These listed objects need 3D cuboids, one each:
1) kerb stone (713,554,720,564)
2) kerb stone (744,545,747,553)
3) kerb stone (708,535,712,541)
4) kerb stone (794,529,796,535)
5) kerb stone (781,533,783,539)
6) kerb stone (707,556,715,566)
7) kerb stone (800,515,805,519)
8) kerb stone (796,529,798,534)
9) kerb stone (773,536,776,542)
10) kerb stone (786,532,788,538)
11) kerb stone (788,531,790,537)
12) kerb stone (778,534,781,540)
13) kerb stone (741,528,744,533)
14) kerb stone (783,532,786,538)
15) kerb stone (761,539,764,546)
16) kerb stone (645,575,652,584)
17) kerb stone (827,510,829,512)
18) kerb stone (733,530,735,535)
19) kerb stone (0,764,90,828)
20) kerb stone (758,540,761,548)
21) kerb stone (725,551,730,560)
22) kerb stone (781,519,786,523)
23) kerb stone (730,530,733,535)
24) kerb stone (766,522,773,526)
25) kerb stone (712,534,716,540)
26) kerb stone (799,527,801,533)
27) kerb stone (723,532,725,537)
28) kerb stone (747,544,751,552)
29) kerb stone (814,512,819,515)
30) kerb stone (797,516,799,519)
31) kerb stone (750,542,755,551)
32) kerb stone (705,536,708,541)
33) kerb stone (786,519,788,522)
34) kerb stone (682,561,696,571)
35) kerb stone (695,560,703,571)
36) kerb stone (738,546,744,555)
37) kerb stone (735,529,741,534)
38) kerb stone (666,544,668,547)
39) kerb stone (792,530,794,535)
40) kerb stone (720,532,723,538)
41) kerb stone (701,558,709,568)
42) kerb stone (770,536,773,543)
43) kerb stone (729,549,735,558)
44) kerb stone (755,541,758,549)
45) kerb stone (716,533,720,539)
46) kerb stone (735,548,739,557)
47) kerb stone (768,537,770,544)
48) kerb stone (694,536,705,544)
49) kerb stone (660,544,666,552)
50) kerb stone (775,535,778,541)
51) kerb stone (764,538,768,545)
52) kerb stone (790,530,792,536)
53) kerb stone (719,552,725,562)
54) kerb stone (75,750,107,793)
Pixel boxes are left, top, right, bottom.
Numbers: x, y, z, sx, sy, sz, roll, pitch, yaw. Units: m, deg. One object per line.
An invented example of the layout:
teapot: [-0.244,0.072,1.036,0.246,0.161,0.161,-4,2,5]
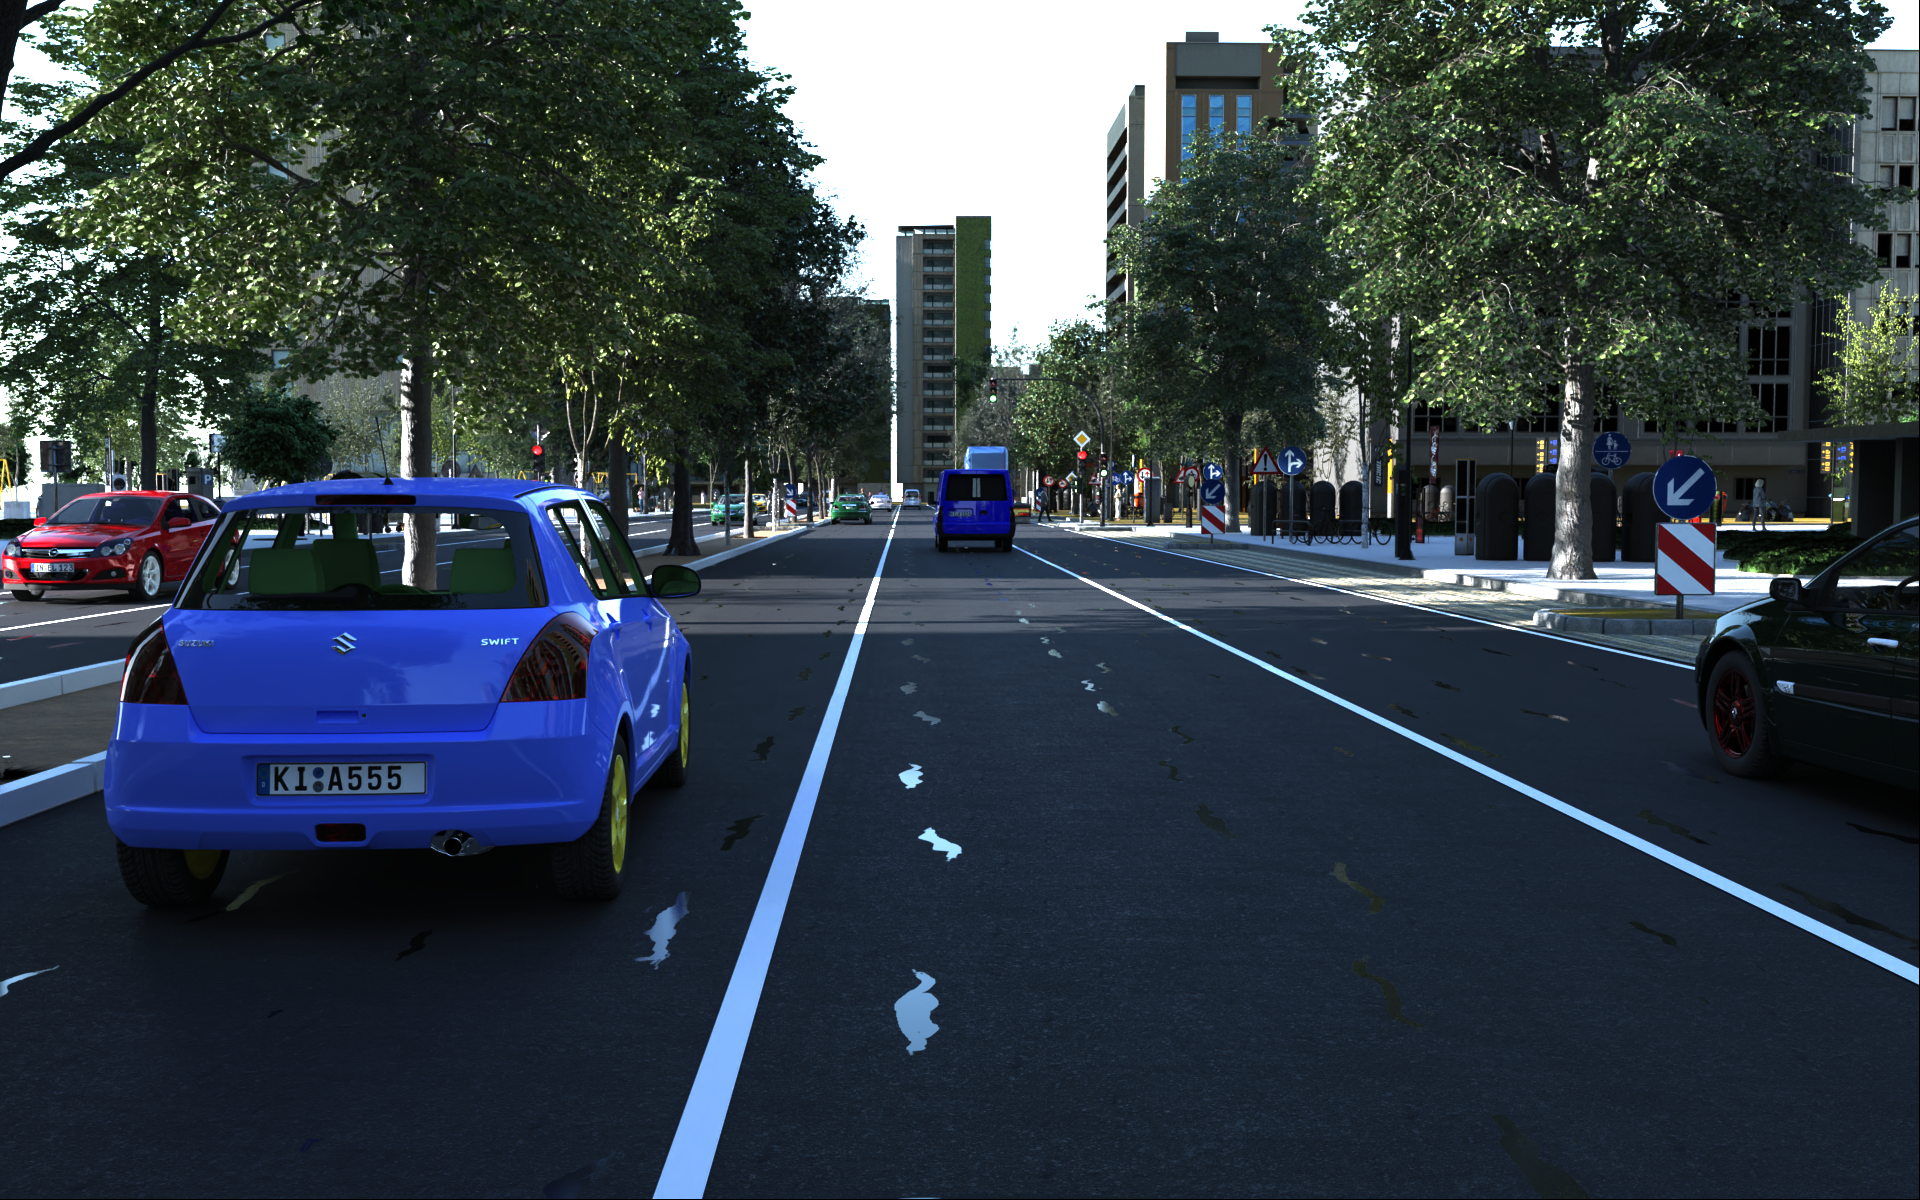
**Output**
kerb stone: [-5.076,-0.811,35.456,0.120,0.150,1.000,0,4,-2]
kerb stone: [-5.272,-1.183,41.594,0.120,0.150,1.000,0,4,-2]
kerb stone: [-7.736,-1.869,52.746,0.120,0.150,1.000,0,4,-2]
kerb stone: [-5.867,-2.315,60.038,0.120,0.150,1.000,0,4,-2]
kerb stone: [-5.677,-1.938,53.878,0.120,0.150,1.000,0,4,-2]
kerb stone: [-5.042,-0.745,34.434,0.120,0.150,1.000,0,4,-2]
kerb stone: [-9.310,-4.849,101.472,0.120,0.150,1.000,0,4,-2]
kerb stone: [-5.896,-2.377,61.059,0.120,0.150,1.000,0,4,-2]
kerb stone: [-5.573,-1.746,50.807,0.120,0.150,1.000,0,4,-2]
kerb stone: [-5.732,-2.063,55.929,0.120,0.150,1.000,0,4,-2]
kerb stone: [-5.766,-2.126,56.959,0.120,0.150,1.000,0,4,-2]
kerb stone: [-5.641,-1.875,52.857,0.120,0.150,1.000,0,4,-2]
kerb stone: [-8.063,-2.493,62.991,0.120,0.150,1.000,0,4,-2]
kerb stone: [-5.705,-2.001,54.907,0.120,0.150,1.000,0,4,-2]
kerb stone: [-5.444,-1.497,46.714,0.120,0.150,1.000,0,4,-2]
kerb stone: [-4.811,-0.310,27.264,0.120,0.150,1.000,0,4,-2]
kerb stone: [-10.633,-7.352,142.469,0.120,0.150,1.000,0,4,-2]
kerb stone: [-7.970,-2.308,59.925,0.120,0.150,1.000,0,4,-2]
kerb stone: [-4.183,0.887,7.773,0.120,0.150,1.000,0,4,-2]
kerb stone: [-5.408,-1.435,45.687,0.120,0.150,1.000,0,4,-2]
kerb stone: [-5.149,-0.936,37.499,0.120,0.150,1.000,0,4,-2]
kerb stone: [-8.789,-3.846,85.083,0.120,0.150,1.000,0,4,-2]
kerb stone: [-7.931,-2.245,58.900,0.120,0.150,1.000,0,4,-2]
kerb stone: [-8.542,-3.407,77.912,0.120,0.150,1.000,0,4,-2]
kerb stone: [-7.763,-1.931,53.768,0.120,0.150,1.000,0,4,-2]
kerb stone: [-5.974,-2.502,63.108,0.120,0.150,1.000,0,4,-2]
kerb stone: [-7.864,-2.119,56.847,0.120,0.150,1.000,0,4,-2]
kerb stone: [-5.309,-1.249,42.617,0.120,0.150,1.000,0,4,-2]
kerb stone: [-9.914,-5.976,119.902,0.120,0.150,1.000,0,4,-2]
kerb stone: [-9.104,-4.473,95.332,0.120,0.150,1.000,0,4,-2]
kerb stone: [-5.338,-1.311,43.638,0.120,0.150,1.000,0,4,-2]
kerb stone: [-7.706,-1.801,51.715,0.120,0.150,1.000,0,4,-2]
kerb stone: [-8.840,-3.972,87.141,0.120,0.150,1.000,0,4,-2]
kerb stone: [-4.945,-0.560,31.359,0.120,0.150,1.000,0,4,-2]
kerb stone: [-4.971,-0.623,32.384,0.120,0.150,1.000,0,4,-2]
kerb stone: [-5.238,-1.121,40.571,0.120,0.150,1.000,0,4,-2]
kerb stone: [-8.038,-2.433,61.969,0.120,0.150,1.000,0,4,-2]
kerb stone: [-7.434,-1.305,43.529,0.120,0.150,1.000,0,4,-2]
kerb stone: [-5.837,-2.246,59.017,0.120,0.150,1.000,0,4,-2]
kerb stone: [-7.836,-2.052,55.819,0.120,0.150,1.000,0,4,-2]
kerb stone: [-5.008,-0.686,33.413,0.120,0.150,1.000,0,4,-2]
kerb stone: [-5.544,-1.687,49.785,0.120,0.150,1.000,0,4,-2]
kerb stone: [-5.177,-0.999,38.526,0.120,0.150,1.000,0,4,-2]
kerb stone: [-5.372,-1.373,44.660,0.120,0.150,1.000,0,4,-2]
kerb stone: [-7.797,-1.992,54.797,0.120,0.150,1.000,0,4,-2]
kerb stone: [-5.206,-1.058,39.550,0.120,0.150,1.000,0,4,-2]
kerb stone: [-5.511,-1.625,48.763,0.120,0.150,1.000,0,4,-2]
kerb stone: [-7.664,-1.743,50.694,0.120,0.150,1.000,0,4,-2]
kerb stone: [-7.401,-1.242,42.504,0.120,0.150,1.000,0,4,-2]
kerb stone: [-5.605,-1.813,51.834,0.120,0.150,1.000,0,4,-2]
kerb stone: [-5.475,-1.562,47.737,0.120,0.150,1.000,0,4,-2]
kerb stone: [-5.806,-2.181,57.984,0.120,0.150,1.000,0,4,-2]
kerb stone: [-5.114,-0.874,36.478,0.120,0.150,1.000,0,4,-2]
kerb stone: [-4.214,0.819,8.803,0.120,0.150,1.000,0,4,-2]
